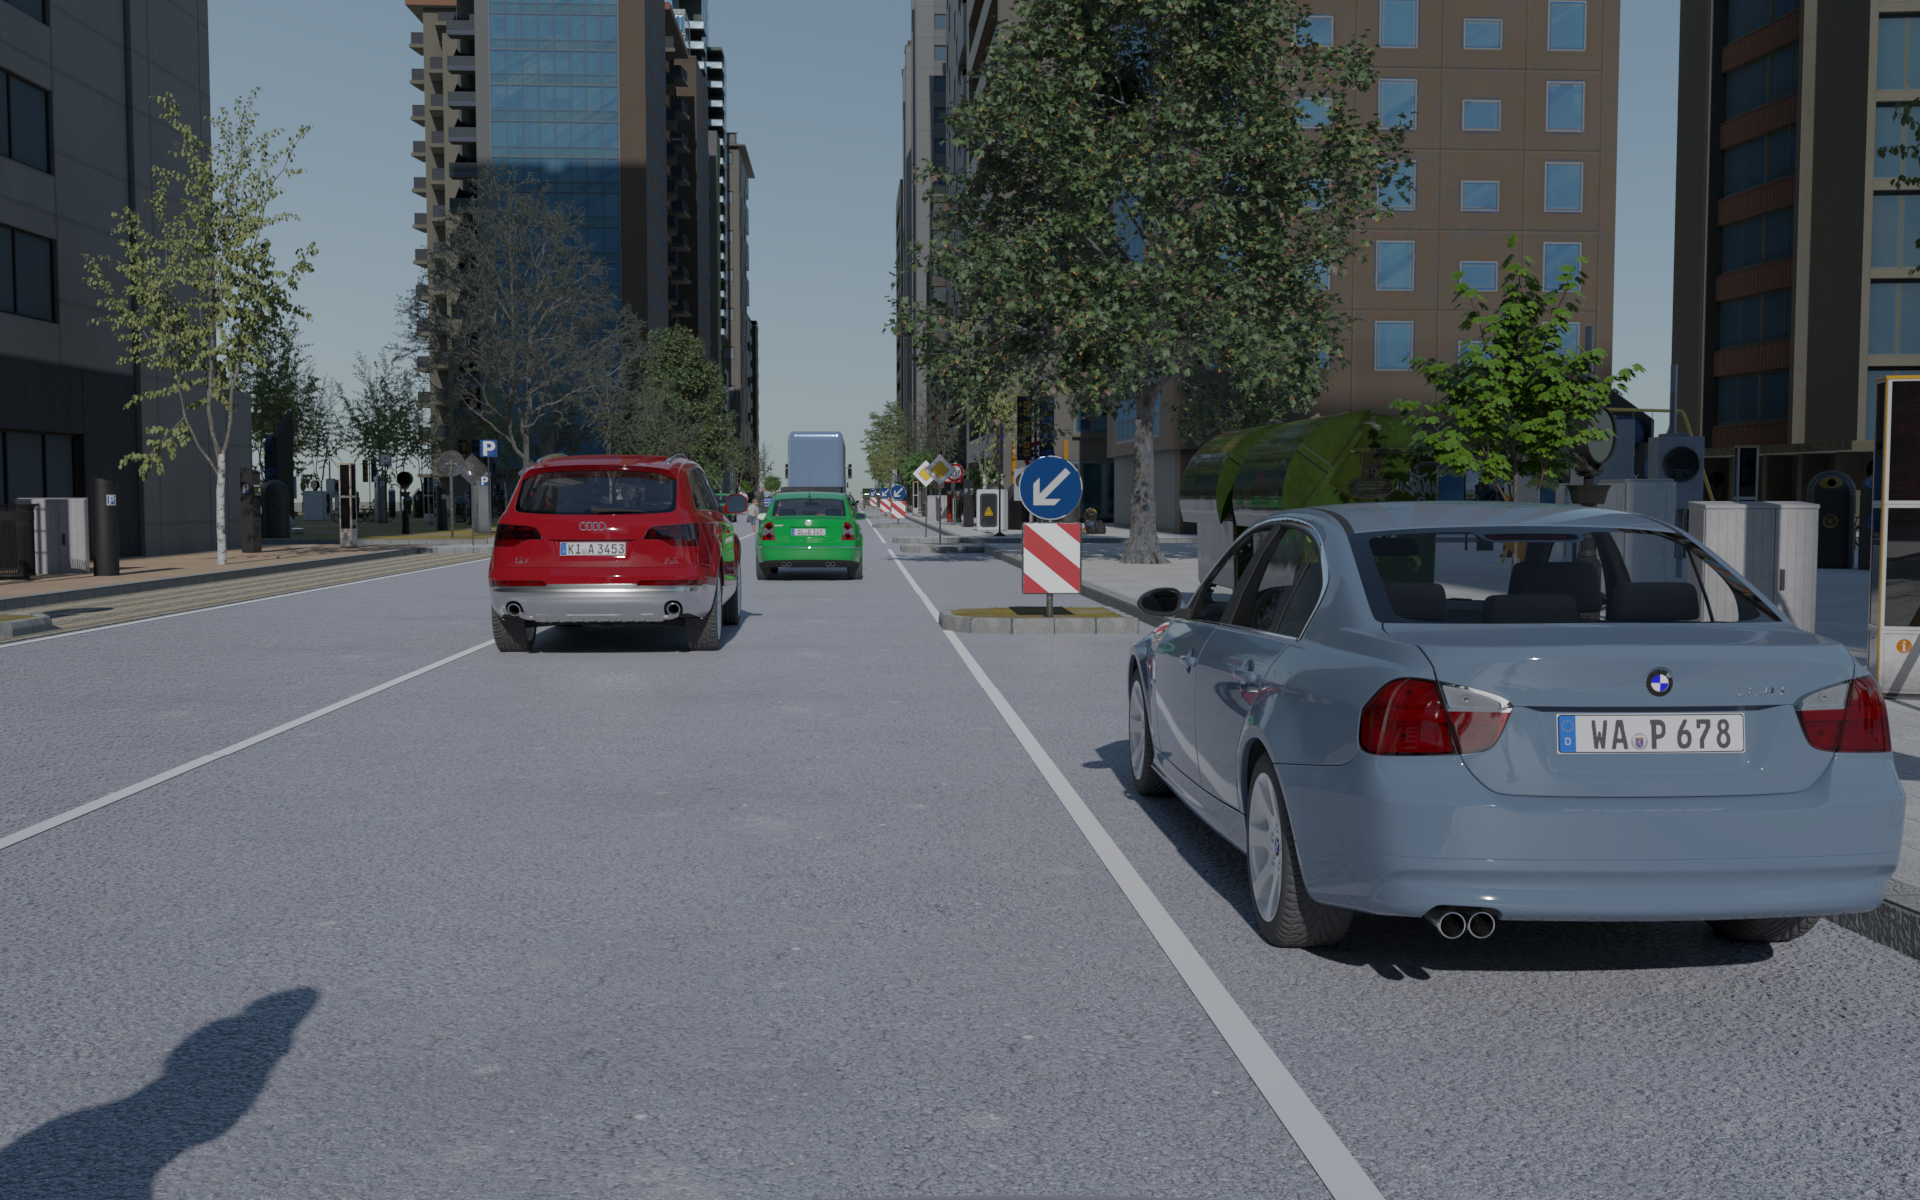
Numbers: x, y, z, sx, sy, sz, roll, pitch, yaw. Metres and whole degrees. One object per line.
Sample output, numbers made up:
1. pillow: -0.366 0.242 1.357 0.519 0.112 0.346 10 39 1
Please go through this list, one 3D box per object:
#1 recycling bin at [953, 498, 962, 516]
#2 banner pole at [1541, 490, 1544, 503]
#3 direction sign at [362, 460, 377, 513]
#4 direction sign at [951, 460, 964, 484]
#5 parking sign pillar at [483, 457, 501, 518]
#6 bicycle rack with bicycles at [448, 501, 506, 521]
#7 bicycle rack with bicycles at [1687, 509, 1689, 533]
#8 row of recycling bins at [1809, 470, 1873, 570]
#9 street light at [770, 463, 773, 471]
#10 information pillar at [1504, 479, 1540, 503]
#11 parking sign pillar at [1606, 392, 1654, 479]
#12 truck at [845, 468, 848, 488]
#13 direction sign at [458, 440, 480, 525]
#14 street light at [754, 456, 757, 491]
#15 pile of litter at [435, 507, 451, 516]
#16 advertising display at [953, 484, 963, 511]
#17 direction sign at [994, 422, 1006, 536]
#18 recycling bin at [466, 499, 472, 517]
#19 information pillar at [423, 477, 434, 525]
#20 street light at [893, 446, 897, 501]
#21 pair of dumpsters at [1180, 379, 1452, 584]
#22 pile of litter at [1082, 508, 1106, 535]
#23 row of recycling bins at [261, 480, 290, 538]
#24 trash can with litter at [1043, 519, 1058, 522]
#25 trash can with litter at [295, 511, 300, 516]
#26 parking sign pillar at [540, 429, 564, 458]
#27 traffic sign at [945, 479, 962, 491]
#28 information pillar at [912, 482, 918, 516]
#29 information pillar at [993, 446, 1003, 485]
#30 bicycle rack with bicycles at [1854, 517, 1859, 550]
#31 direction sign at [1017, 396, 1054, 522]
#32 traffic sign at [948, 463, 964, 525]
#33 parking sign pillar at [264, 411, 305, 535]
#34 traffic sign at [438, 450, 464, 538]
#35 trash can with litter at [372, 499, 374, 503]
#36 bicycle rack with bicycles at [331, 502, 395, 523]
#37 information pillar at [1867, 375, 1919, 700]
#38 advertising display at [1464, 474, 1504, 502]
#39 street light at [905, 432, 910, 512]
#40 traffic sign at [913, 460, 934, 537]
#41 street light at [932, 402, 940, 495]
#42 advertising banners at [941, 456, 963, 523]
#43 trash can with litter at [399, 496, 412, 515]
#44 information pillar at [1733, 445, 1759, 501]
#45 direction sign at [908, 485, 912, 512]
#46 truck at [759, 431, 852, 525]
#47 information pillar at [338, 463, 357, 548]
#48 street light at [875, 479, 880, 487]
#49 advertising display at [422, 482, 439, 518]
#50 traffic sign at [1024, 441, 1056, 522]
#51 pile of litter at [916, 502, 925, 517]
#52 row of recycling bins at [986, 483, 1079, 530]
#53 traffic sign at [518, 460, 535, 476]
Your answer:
1. recycling bin: -0.314 -5.471 102.012 0.722 1.027 0.722 -1 4 -9
2. banner pole: 17.347 -3.808 52.277 0.863 3.779 0.401 0 4 7
3. direction sign: -38.982 -7.486 114.396 0.876 3.537 0.379 -1 4 -15
4. direction sign: -0.164 -7.610 116.424 0.876 3.537 0.379 1 4 20
5. parking sign pillar: -25.609 -6.475 94.339 1.447 3.967 1.447 0 4 -1
6. bicycle rack with bicycles: -23.551 -4.335 84.251 2.925 0.926 2.852 0 4 7
7. bicycle rack with bicycles: 19.128 -1.826 43.236 2.925 0.926 2.852 -2 4 -32
8. row of recycling bins: 15.854 -1.335 28.937 1.069 1.692 3.534 -2 4 -32
9. street light: -27.222 -16.916 249.355 0.468 5.910 1.993 0 4 -4
10. information pillar: 7.912 -2.016 24.309 0.504 3.616 0.183 2 4 31
11. parking sign pillar: 16.399 -3.319 42.731 1.447 3.967 1.447 -3 4 -37
12. truck: -13.269 -11.800 181.849 2.839 4.237 11.283 0 4 -2
13. direction sign: -20.463 -4.912 72.310 0.876 3.537 0.379 -1 4 -14
14. street light: -24.812 -14.532 210.389 0.468 5.910 1.993 0 4 -4
15. pile of litter: -29.766 -5.239 99.630 1.176 0.858 1.719 -1 4 -10
16. advertising display: 0.011 -6.681 114.447 0.974 1.923 0.123 -1 4 -13
17. direction sign: 1.207 -3.699 52.475 0.379 3.537 0.876 1 4 14
18. recycling bin: -27.297 -5.101 95.954 0.722 1.027 0.722 -2 4 -25
19. information pillar: -22.345 -4.180 72.842 0.304 2.012 0.304 2 4 30
20. street light: -6.080 -11.610 162.614 0.468 5.910 1.993 0 4 -4
21. pair of dumpsters: 3.310 -0.870 16.721 1.574 2.255 4.437 0 4 -4
22. pile of litter: 3.960 -2.530 55.330 1.719 0.858 1.176 -2 4 -25
23. row of recycling bins: -21.298 -2.670 50.767 3.534 1.692 1.069 1 4 12
24. trash can with litter: 3.230 -2.807 57.279 1.055 1.170 0.624 0 4 6
25. trash can with litter: -38.665 -5.416 99.945 1.055 1.170 0.624 -1 4 -11
26. parking sign pillar: -17.101 -5.146 72.617 1.447 3.967 1.447 -3 5 -42
27. traffic sign: -0.359 -4.843 79.189 0.884 2.594 0.081 0 4 1
28. information pillar: -2.649 -6.001 102.601 0.304 2.012 0.304 -1 4 -13
29. information pillar: 1.586 -4.922 71.835 0.504 3.616 0.183 3 5 42
30. bicycle rack with bicycles: 19.457 -1.652 40.386 2.852 0.926 2.925 -3 4 -36
31. direction sign: 1.744 -2.939 40.056 0.876 3.537 0.379 1 4 16
32. traffic sign: -0.227 -4.356 71.327 0.768 2.556 0.104 0 4 0
33. parking sign pillar: -21.738 -4.087 55.295 1.447 3.967 1.447 0 4 1
34. traffic sign: -14.755 -3.067 50.259 0.768 2.556 0.104 0 4 -1
35. trash can with litter: -33.442 -5.395 99.593 0.624 1.170 1.055 -1 4 -15
36. bicycle rack with bicycles: -27.397 -4.029 79.248 2.925 0.926 2.852 -2 4 -27
37. information pillar: 5.919 -0.391 10.881 0.304 2.012 0.304 1 4 16
38. advertising display: 11.898 -2.079 39.199 0.974 1.923 0.123 2 4 29
39. street light: -3.794 -9.378 126.120 0.468 5.910 1.993 0 4 -4
40. traffic sign: -1.011 -2.922 51.414 0.795 2.450 0.064 0 4 -4
41. street light: -1.213 -6.988 87.045 0.468 5.910 1.993 0 4 -4
42. advertising banners: -0.443 -5.012 78.135 0.090 3.025 2.074 -2 4 -31
43. trash can with litter: -34.351 -5.874 107.425 0.624 1.170 1.055 1 4 11
44. information pillar: 11.884 -1.329 26.220 0.304 2.012 0.304 1 4 16
45. direction sign: -3.567 -8.066 123.882 0.379 3.537 0.876 3 5 44
46. truck: -5.989 -4.815 68.485 2.967 4.110 18.799 0 4 -2
47. information pillar: -14.548 -2.243 41.166 0.304 2.012 0.304 0 4 5
48. street light: -13.935 -19.128 285.529 0.468 5.910 1.993 0 4 -4
49. advertising display: -28.188 -5.325 92.282 0.123 1.923 0.974 3 5 42
50. traffic sign: 1.887 -2.515 41.226 0.768 2.556 0.104 0 4 -3
51. pile of litter: -1.758 -5.150 98.163 1.176 0.858 1.719 -2 4 -28
52. row of recycling bins: 2.555 -3.366 62.153 3.534 1.692 1.069 1 4 18
53. traffic sign: -12.533 -2.878 50.701 0.795 2.450 0.064 0 4 -4
